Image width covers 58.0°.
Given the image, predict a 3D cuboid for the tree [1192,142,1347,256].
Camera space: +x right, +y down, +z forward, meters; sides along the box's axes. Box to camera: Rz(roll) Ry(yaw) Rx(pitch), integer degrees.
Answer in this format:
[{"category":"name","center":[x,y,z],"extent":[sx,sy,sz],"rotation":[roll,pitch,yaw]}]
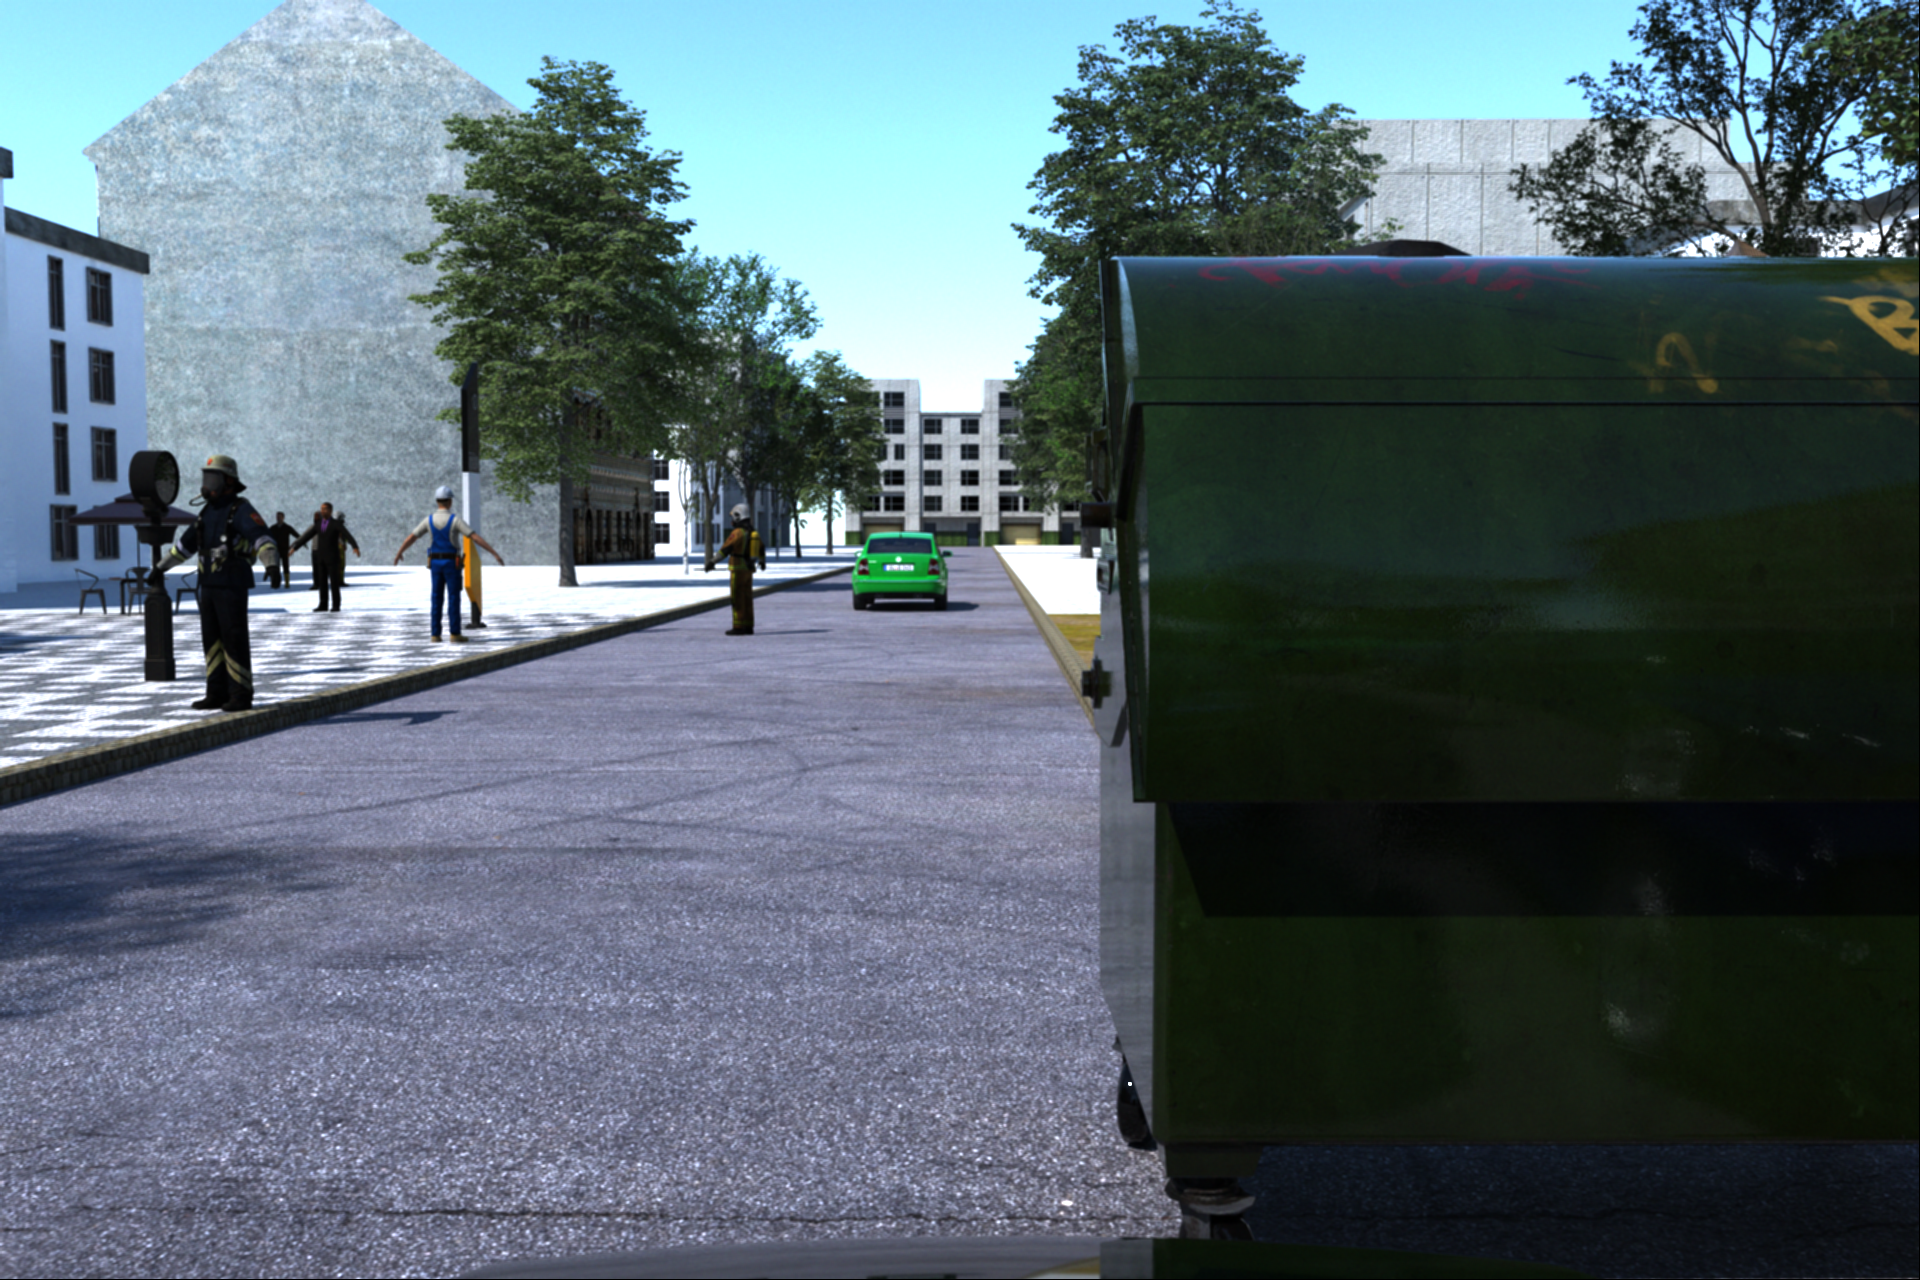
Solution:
[{"category":"tree","center":[6.105,-5.060,33.094],"extent":[4.360,8.622,3.978],"rotation":[0,3,0]}]

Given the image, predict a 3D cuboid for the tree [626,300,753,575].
[{"category":"tree","center":[-8.898,-6.369,54.501],"extent":[4.360,8.622,3.978],"rotation":[0,3,0]}]

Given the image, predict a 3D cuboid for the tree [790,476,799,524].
[{"category":"tree","center":[-22.428,-17.956,200.241],"extent":[9.857,13.997,8.962],"rotation":[0,3,0]}]

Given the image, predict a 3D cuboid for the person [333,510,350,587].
[{"category":"person","center":[-15.178,-2.239,42.381],"extent":[1.354,1.858,0.705],"rotation":[3,5,43]}]

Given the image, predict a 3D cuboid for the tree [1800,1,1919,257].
[{"category":"tree","center":[10.346,-6.437,11.906],"extent":[9.857,13.997,8.962],"rotation":[0,3,0]}]

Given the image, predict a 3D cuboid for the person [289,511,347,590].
[{"category":"person","center":[-14.615,-2.040,39.490],"extent":[1.348,1.813,0.705],"rotation":[0,4,4]}]

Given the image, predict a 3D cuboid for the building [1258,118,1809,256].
[{"category":"building","center":[24.423,-13.213,82.495],"extent":[16.747,18.905,31.486],"rotation":[0,4,1]}]

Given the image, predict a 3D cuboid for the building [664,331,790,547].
[{"category":"building","center":[-26.662,-18.302,165.698],"extent":[16.747,18.905,31.486],"rotation":[0,4,2]}]

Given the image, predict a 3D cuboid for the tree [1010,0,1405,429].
[{"category":"tree","center":[6.123,-8.278,41.998],"extent":[9.857,13.997,8.962],"rotation":[0,3,0]}]

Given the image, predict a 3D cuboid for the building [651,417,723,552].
[{"category":"building","center":[-22.848,-11.793,134.964],"extent":[9.099,9.664,28.070],"rotation":[0,4,2]}]

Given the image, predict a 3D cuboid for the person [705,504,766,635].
[{"category":"person","center":[-3.122,-1.001,24.594],"extent":[0.705,1.858,1.354],"rotation":[2,4,29]}]

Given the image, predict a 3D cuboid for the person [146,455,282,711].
[{"category":"person","center":[-5.378,-0.418,12.607],"extent":[1.354,1.856,0.705],"rotation":[2,4,28]}]

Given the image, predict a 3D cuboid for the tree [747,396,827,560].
[{"category":"tree","center":[-8.843,-8.247,85.197],"extent":[4.737,8.622,4.395],"rotation":[0,3,0]}]

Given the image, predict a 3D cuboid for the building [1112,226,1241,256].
[{"category":"building","center":[24.644,-17.576,131.335],"extent":[27.936,21.610,32.646],"rotation":[0,4,1]}]

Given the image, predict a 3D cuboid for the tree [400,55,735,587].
[{"category":"tree","center":[-9.311,-7.543,41.454],"extent":[7.486,12.596,7.792],"rotation":[0,3,0]}]

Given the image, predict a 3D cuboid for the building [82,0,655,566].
[{"category":"building","center":[-24.715,-15.074,77.386],"extent":[19.493,23.208,18.063],"rotation":[0,4,1]}]

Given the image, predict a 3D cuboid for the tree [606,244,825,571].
[{"category":"tree","center":[-8.796,-8.287,61.249],"extent":[9.928,11.665,9.643],"rotation":[0,3,0]}]

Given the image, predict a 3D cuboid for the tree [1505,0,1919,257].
[{"category":"tree","center":[11.756,-5.462,23.711],"extent":[8.767,10.594,7.601],"rotation":[1,4,22]}]

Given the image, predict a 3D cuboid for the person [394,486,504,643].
[{"category":"person","center":[-6.085,-0.897,20.517],"extent":[1.347,1.847,0.705],"rotation":[0,4,6]}]

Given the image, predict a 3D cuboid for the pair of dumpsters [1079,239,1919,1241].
[{"category":"pair of dumpsters","center":[2.466,0.081,3.631],"extent":[4.436,2.255,1.574],"rotation":[0,4,0]}]

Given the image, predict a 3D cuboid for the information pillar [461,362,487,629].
[{"category":"information pillar","center":[-6.601,-1.961,23.422],"extent":[0.183,3.616,0.504],"rotation":[0,4,2]}]

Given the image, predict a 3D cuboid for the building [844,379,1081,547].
[{"category":"building","center":[2.630,-20.493,203.975],"extent":[31.486,18.905,16.747],"rotation":[0,4,-1]}]

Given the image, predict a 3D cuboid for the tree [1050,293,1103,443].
[{"category":"tree","center":[6.590,-7.444,56.120],"extent":[7.601,10.594,8.767],"rotation":[-3,5,-41]}]

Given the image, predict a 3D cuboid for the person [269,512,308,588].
[{"category":"person","center":[-16.124,-2.138,41.097],"extent":[1.346,1.812,0.704],"rotation":[0,4,-2]}]

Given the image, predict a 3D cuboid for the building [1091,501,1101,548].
[{"category":"building","center":[26.279,-20.449,178.311],"extent":[27.936,21.610,32.646],"rotation":[0,4,0]}]

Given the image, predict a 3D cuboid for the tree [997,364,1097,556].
[{"category":"tree","center":[7.299,-11.779,102.963],"extent":[12.009,13.543,11.850],"rotation":[0,3,0]}]

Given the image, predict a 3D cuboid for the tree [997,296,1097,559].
[{"category":"tree","center":[6.795,-11.263,90.802],"extent":[9.857,13.997,8.962],"rotation":[0,3,0]}]

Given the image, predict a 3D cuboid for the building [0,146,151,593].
[{"category":"building","center":[-25.272,-5.871,38.141],"extent":[9.099,9.664,28.070],"rotation":[0,4,1]}]

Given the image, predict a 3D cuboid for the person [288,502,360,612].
[{"category":"person","center":[-10.440,-1.366,28.565],"extent":[1.346,1.802,0.704],"rotation":[1,4,16]}]

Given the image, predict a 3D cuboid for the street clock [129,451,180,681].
[{"category":"street clock","center":[-7.008,-0.645,15.117],"extent":[0.358,2.002,0.471],"rotation":[0,4,1]}]

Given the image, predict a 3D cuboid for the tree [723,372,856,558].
[{"category":"tree","center":[-8.954,-9.731,93.516],"extent":[7.601,10.594,8.767],"rotation":[3,4,39]}]

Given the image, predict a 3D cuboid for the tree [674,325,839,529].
[{"category":"tree","center":[-8.891,-8.626,75.453],"extent":[8.767,10.594,7.601],"rotation":[2,4,24]}]

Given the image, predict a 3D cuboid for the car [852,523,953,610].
[{"category":"car","center":[-1.124,-1.541,33.986],"extent":[1.959,1.807,4.718],"rotation":[0,3,0]}]

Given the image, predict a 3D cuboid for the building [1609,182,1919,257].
[{"category":"building","center":[23.429,-6.217,43.803],"extent":[9.099,9.664,28.070],"rotation":[0,4,0]}]

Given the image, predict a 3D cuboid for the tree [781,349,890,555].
[{"category":"tree","center":[-7.834,-11.528,106.617],"extent":[7.486,12.596,7.792],"rotation":[0,3,0]}]

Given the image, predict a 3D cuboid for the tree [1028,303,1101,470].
[{"category":"tree","center":[6.260,-8.793,69.518],"extent":[9.928,11.665,9.643],"rotation":[0,3,0]}]

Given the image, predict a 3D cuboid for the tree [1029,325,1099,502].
[{"category":"tree","center":[7.088,-9.891,79.847],"extent":[7.486,12.596,7.792],"rotation":[0,3,0]}]
